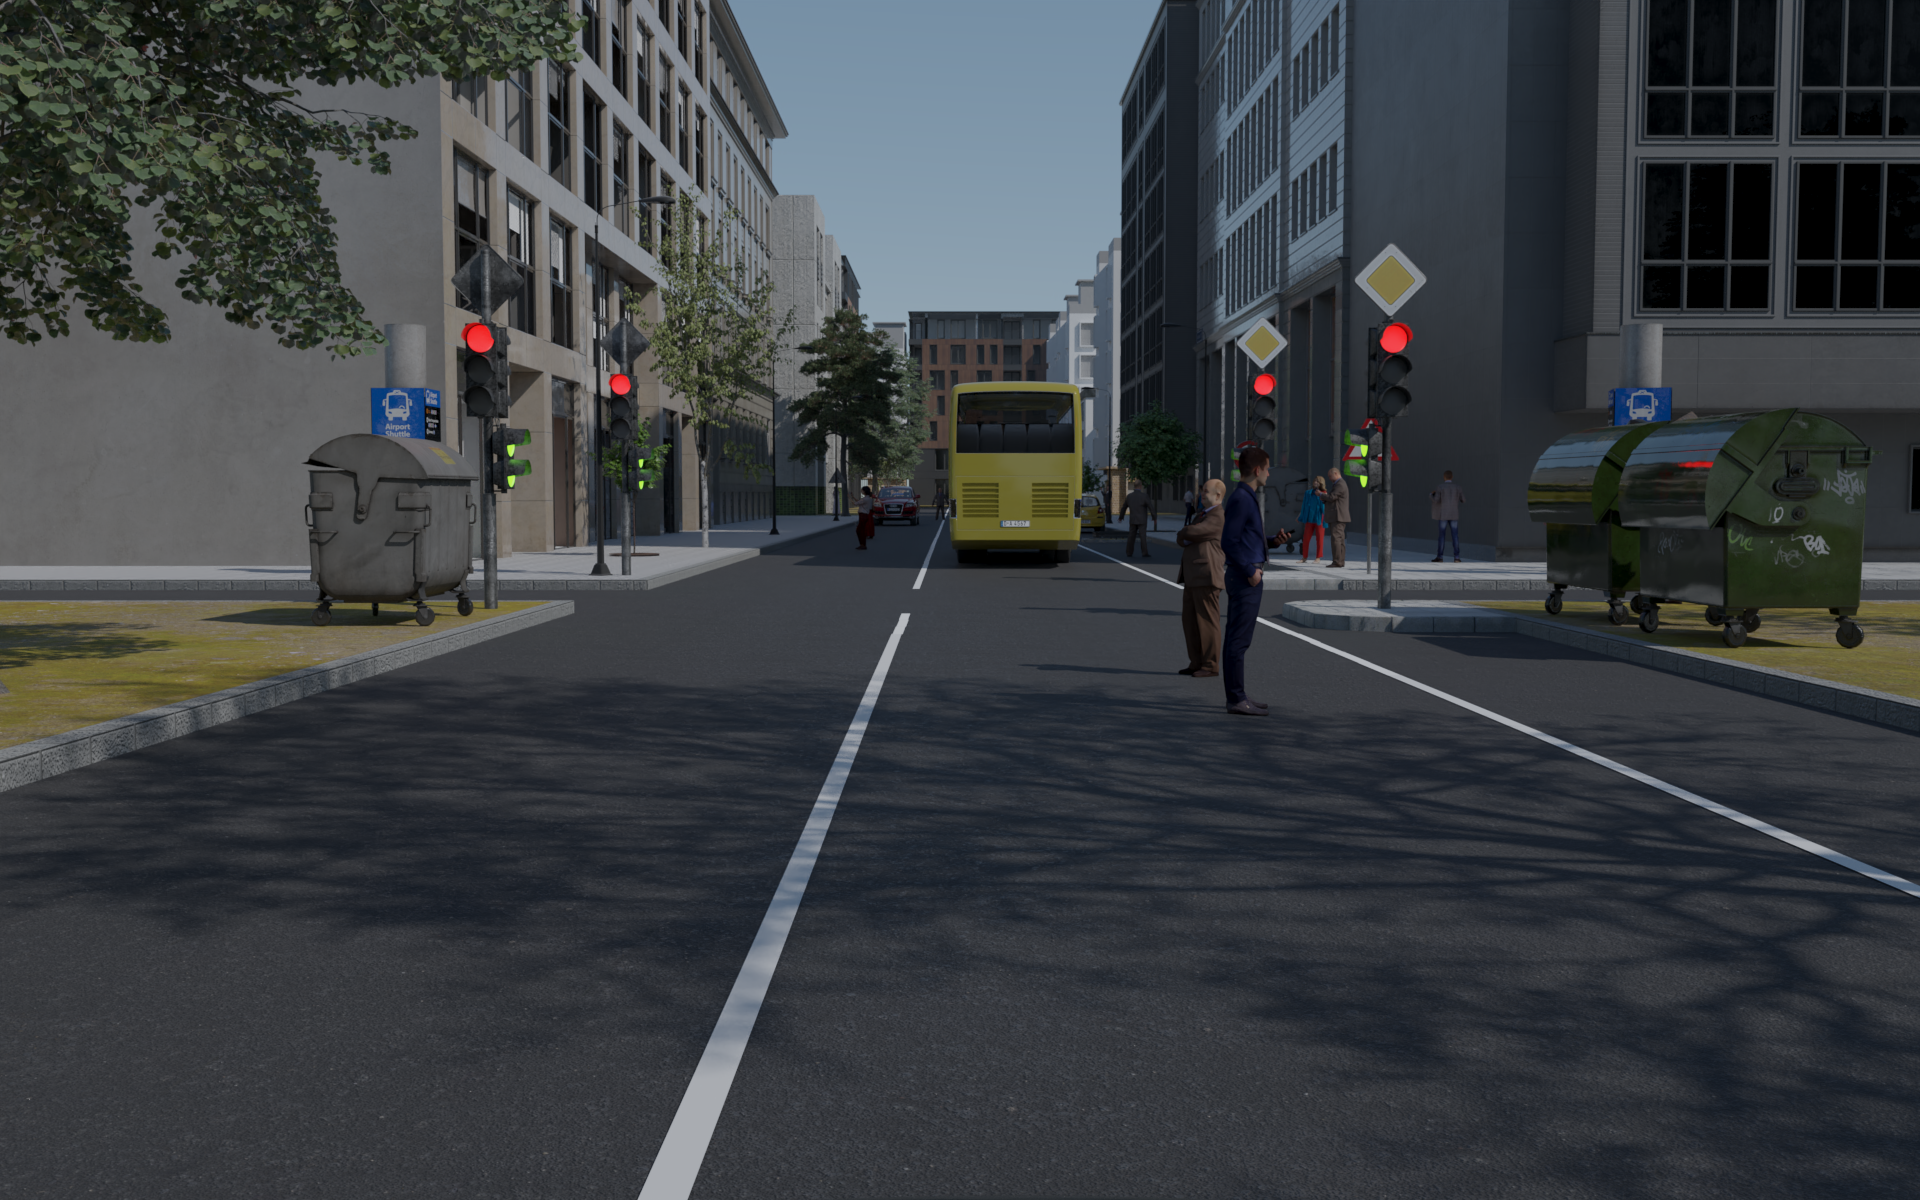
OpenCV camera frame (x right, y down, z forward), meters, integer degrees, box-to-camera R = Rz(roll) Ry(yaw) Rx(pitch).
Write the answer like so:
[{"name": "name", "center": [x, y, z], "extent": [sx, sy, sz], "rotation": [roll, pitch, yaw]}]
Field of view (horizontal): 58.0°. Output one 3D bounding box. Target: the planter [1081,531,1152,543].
[{"name": "planter", "center": [4.670, -1.891, 52.054], "extent": [1.991, 0.319, 1.994], "rotation": [0, 4, 0]}]

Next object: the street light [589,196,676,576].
[{"name": "street light", "center": [-5.123, -3.339, 27.126], "extent": [1.470, 5.913, 1.316], "rotation": [0, 4, 0]}]

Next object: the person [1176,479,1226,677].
[{"name": "person", "center": [1.894, -0.171, 13.561], "extent": [0.388, 1.546, 0.482], "rotation": [0, 4, -7]}]

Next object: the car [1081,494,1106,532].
[{"name": "car", "center": [4.459, -3.324, 64.564], "extent": [2.015, 1.641, 3.980], "rotation": [0, 4, 0]}]

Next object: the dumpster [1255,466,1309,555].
[{"name": "dumpster", "center": [6.733, -1.915, 37.063], "extent": [1.264, 1.857, 1.865], "rotation": [0, 4, 0]}]

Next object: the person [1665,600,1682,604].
[{"name": "person", "center": [8.467, -0.704, 20.254], "extent": [0.574, 1.496, 0.600], "rotation": [1, 4, 14]}]

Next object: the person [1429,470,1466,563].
[{"name": "person", "center": [9.114, -1.562, 32.410], "extent": [0.655, 1.722, 0.431], "rotation": [0, 4, 4]}]

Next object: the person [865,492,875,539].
[{"name": "person", "center": [-2.948, -2.719, 55.424], "extent": [0.387, 1.526, 0.523], "rotation": [3, 5, 43]}]

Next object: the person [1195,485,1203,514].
[{"name": "person", "center": [8.183, -3.094, 58.507], "extent": [0.647, 1.594, 0.662], "rotation": [-3, 4, -38]}]

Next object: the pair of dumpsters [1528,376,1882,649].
[{"name": "pair of dumpsters", "center": [6.853, -0.848, 16.355], "extent": [1.574, 2.255, 4.436], "rotation": [0, 3, 0]}]

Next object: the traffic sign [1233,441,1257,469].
[{"name": "traffic sign", "center": [6.857, -2.510, 41.137], "extent": [0.768, 2.556, 0.104], "rotation": [0, 4, 1]}]

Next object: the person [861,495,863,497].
[{"name": "person", "center": [-10.670, -10.620, 182.659], "extent": [1.217, 1.766, 0.721], "rotation": [1, 4, 10]}]

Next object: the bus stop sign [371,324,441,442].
[{"name": "bus stop sign", "center": [-8.656, -2.330, 27.114], "extent": [0.837, 3.901, 0.837], "rotation": [0, 4, -1]}]

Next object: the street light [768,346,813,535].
[{"name": "street light", "center": [-5.313, -5.010, 54.449], "extent": [1.470, 5.913, 1.316], "rotation": [0, 4, 0]}]

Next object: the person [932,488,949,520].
[{"name": "person", "center": [-1.058, -5.259, 95.034], "extent": [0.990, 1.755, 0.434], "rotation": [0, 4, -2]}]

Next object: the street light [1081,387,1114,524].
[{"name": "street light", "center": [5.949, -6.269, 75.034], "extent": [1.470, 5.913, 1.316], "rotation": [0, 4, 0]}]

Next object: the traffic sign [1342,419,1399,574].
[{"name": "traffic sign", "center": [6.539, -1.690, 27.635], "extent": [0.884, 2.594, 0.081], "rotation": [0, 4, 6]}]

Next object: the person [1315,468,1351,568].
[{"name": "person", "center": [6.525, -1.442, 30.307], "extent": [0.600, 1.739, 0.565], "rotation": [-1, 4, -14]}]

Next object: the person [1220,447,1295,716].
[{"name": "person", "center": [1.929, -0.130, 11.339], "extent": [0.504, 1.737, 0.576], "rotation": [0, 4, 2]}]

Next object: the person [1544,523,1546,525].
[{"name": "person", "center": [10.048, -1.352, 28.695], "extent": [0.434, 1.755, 0.990], "rotation": [-1, 4, -21]}]

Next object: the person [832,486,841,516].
[{"name": "person", "center": [-7.338, -5.846, 102.288], "extent": [0.621, 1.740, 0.551], "rotation": [-1, 4, -21]}]

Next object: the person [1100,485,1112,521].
[{"name": "person", "center": [6.806, -4.529, 80.894], "extent": [0.742, 1.727, 0.445], "rotation": [2, 4, 34]}]

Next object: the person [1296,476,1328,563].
[{"name": "person", "center": [6.531, -1.481, 31.966], "extent": [0.444, 1.614, 0.593], "rotation": [-2, 4, -30]}]

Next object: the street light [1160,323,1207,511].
[{"name": "street light", "center": [6.134, -4.564, 47.169], "extent": [1.470, 5.913, 1.316], "rotation": [0, 4, 0]}]

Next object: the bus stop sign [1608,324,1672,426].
[{"name": "bus stop sign", "center": [10.613, -2.329, 27.094], "extent": [0.837, 3.901, 0.837], "rotation": [1, 4, 15]}]

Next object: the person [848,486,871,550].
[{"name": "person", "center": [-2.591, -2.124, 44.682], "extent": [0.517, 1.644, 0.566], "rotation": [-3, 5, -41]}]

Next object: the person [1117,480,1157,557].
[{"name": "person", "center": [4.074, -1.871, 39.648], "extent": [0.990, 1.755, 0.434], "rotation": [2, 4, 34]}]

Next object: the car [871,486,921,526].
[{"name": "car", "center": [-2.938, -4.367, 80.075], "extent": [2.281, 1.827, 5.304], "rotation": [0, 4, 1]}]

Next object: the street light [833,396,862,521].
[{"name": "street light", "center": [-5.346, -6.709, 82.228], "extent": [1.470, 5.913, 1.316], "rotation": [0, 4, 0]}]

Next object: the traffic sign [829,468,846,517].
[{"name": "traffic sign", "center": [-5.996, -5.181, 84.713], "extent": [0.884, 2.594, 0.081], "rotation": [0, 4, 3]}]

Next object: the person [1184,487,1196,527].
[{"name": "person", "center": [9.061, -3.687, 68.540], "extent": [0.590, 1.554, 0.614], "rotation": [-2, 4, -25]}]
